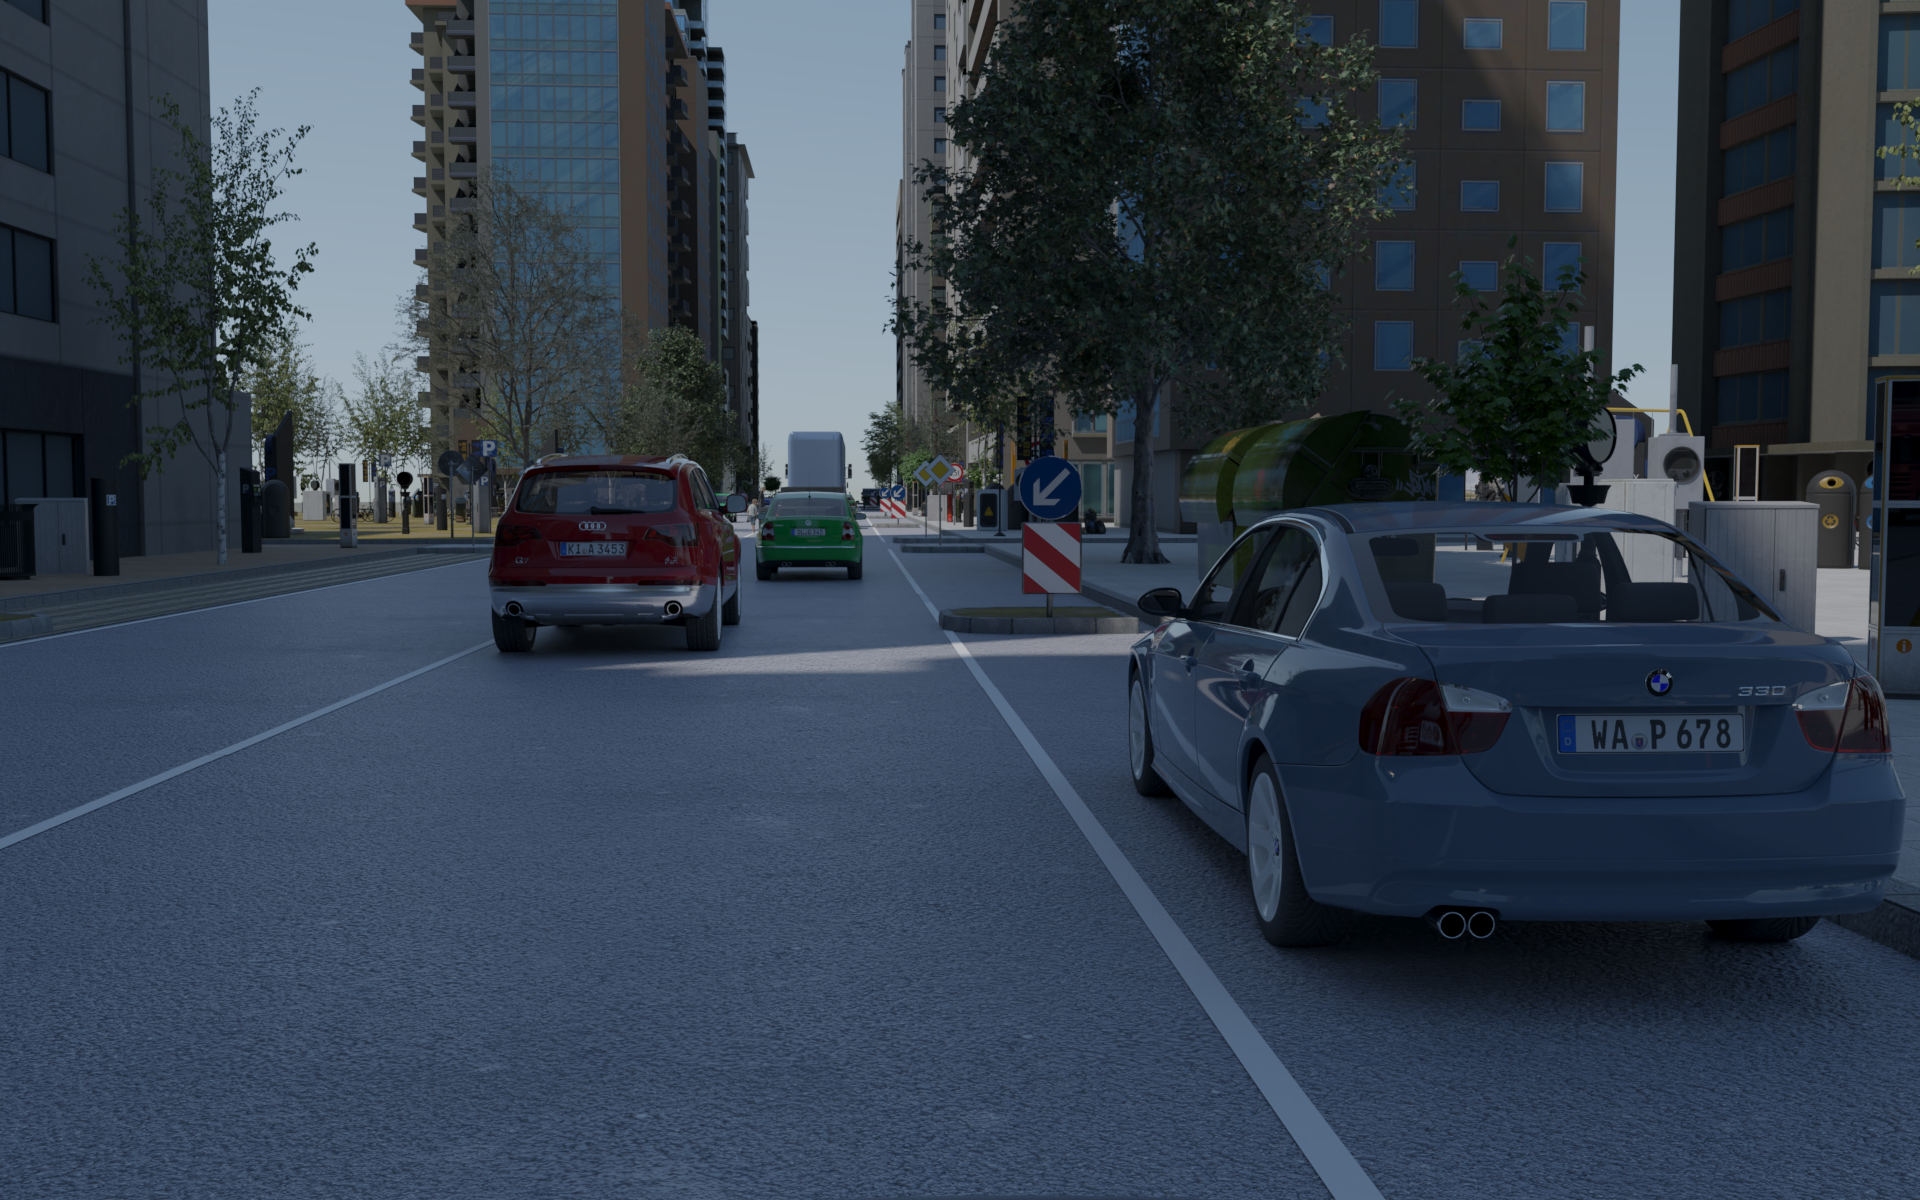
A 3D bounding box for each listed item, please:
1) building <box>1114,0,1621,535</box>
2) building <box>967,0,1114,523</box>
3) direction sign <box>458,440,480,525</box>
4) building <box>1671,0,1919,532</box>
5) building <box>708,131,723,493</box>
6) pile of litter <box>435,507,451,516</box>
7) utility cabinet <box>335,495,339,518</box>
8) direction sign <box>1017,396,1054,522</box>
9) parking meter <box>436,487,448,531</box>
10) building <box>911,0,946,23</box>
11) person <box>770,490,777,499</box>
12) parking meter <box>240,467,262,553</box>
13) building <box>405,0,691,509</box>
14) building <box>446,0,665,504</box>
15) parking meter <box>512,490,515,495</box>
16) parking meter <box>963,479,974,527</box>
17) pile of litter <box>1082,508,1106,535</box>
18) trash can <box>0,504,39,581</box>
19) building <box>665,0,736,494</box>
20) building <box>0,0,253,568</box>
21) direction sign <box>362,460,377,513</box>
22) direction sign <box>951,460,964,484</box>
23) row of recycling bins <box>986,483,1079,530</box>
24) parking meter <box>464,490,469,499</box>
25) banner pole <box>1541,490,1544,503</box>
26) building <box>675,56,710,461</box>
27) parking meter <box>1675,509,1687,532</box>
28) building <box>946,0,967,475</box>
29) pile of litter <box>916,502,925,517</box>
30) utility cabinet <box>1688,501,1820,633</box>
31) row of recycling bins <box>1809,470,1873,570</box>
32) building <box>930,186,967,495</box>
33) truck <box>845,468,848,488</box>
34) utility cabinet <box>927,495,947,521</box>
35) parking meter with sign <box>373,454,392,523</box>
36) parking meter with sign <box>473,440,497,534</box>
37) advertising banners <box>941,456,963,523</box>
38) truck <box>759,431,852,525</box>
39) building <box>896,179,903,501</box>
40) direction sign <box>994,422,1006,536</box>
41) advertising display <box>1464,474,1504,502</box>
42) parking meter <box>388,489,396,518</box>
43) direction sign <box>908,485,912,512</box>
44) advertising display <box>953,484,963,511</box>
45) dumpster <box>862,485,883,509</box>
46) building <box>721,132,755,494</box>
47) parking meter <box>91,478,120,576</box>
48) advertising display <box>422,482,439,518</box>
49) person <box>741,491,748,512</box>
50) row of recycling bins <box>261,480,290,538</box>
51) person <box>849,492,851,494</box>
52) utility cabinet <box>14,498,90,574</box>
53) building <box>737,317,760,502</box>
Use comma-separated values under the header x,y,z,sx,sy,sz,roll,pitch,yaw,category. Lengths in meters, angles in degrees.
x,y,z,sx,sy,sz,roll,pitch,yaw,category
13.236,-25.100,60.494,14.200,45.320,14.600,0,4,-4,building
11.671,-28.288,86.217,21.300,48.544,21.600,0,4,-4,building
-20.463,-4.912,72.310,0.876,3.537,0.379,-1,4,-14,direction sign
42.467,-25.172,66.192,28.867,44.769,22.147,0,4,-4,building
-33.585,-30.914,189.045,14.154,41.232,14.086,0,4,-4,building
-29.766,-5.239,99.630,1.176,0.858,1.719,-1,4,-10,pile of litter
-33.679,-5.099,94.523,0.306,1.237,1.020,1,4,20,utility cabinet
1.744,-2.939,40.056,0.876,3.537,0.379,1,4,16,direction sign
-18.266,-3.220,61.055,0.372,1.533,0.369,0,3,0,parking meter
5.296,-39.347,185.322,21.231,58.520,28.212,0,4,-4,building
-18.885,-10.357,177.801,1.348,1.831,0.705,-2,4,-26,person
-15.441,-1.958,37.727,0.399,1.863,0.255,1,4,22,parking meter
-35.534,-30.456,152.576,22.147,44.769,28.867,0,4,-4,building
-29.910,-29.435,131.380,14.600,45.320,14.200,0,4,-4,building
-24.552,-5.334,95.620,0.372,1.533,0.369,0,3,0,parking meter
0.340,-3.750,67.027,0.255,1.863,0.399,-3,5,-44,parking meter
3.960,-2.530,55.330,1.719,0.858,1.176,-2,4,-25,pile of litter
-14.163,-0.870,25.875,0.748,1.137,0.748,0,3,0,trash can
-40.302,-55.774,224.576,22.319,86.520,31.000,0,4,-4,building
-26.836,-36.147,29.248,20.611,71.187,20.563,0,4,-4,building
-38.982,-7.486,114.396,0.876,3.537,0.379,-1,4,-15,direction sign
-0.164,-7.610,116.424,0.876,3.537,0.379,1,4,20,direction sign
2.555,-3.366,62.153,3.534,1.692,1.069,1,4,18,row of recycling bins
-34.085,-6.817,119.867,0.372,1.533,0.369,0,3,0,parking meter
17.347,-3.808,52.277,0.863,3.779,0.401,0,4,7,banner pole
-32.712,-32.059,174.276,14.600,45.320,14.200,0,4,-4,building
14.404,-1.614,34.799,0.372,1.533,0.369,0,3,0,parking meter
12.937,-33.931,144.017,28.713,52.752,27.495,0,4,-4,building
-1.758,-5.150,98.163,1.176,0.858,1.719,-2,4,-28,pile of litter
6.783,-0.224,14.826,1.020,1.237,0.306,0,4,-5,utility cabinet
15.854,-1.335,28.937,1.069,1.692,3.534,-2,4,-32,row of recycling bins
4.033,-24.051,164.934,14.160,30.474,14.107,0,4,-4,building
-13.269,-11.800,181.849,2.839,4.237,11.283,0,4,-2,truck
-1.034,-4.369,82.596,1.020,1.237,0.306,1,4,13,utility cabinet
-25.532,-4.901,76.386,0.543,3.016,1.738,-2,4,-31,parking meter with sign
-15.568,-3.684,56.492,0.543,3.016,1.738,-2,4,-29,parking meter with sign
-0.443,-5.012,78.135,0.090,3.025,2.074,-2,4,-31,advertising banners
-5.989,-4.815,68.485,2.967,4.110,18.799,0,4,-2,truck
1.618,-38.497,253.132,21.300,48.544,21.600,0,4,-4,building
1.207,-3.699,52.475,0.379,3.537,0.876,1,4,14,direction sign
11.898,-2.079,39.199,0.974,1.923,0.123,2,4,29,advertising display
-30.960,-5.260,94.406,0.372,1.533,0.369,0,3,0,parking meter
-3.567,-8.066,123.882,0.379,3.537,0.876,3,5,44,direction sign
0.011,-6.681,114.447,0.974,1.923,0.123,-1,4,-13,advertising display
-8.246,-9.695,163.456,1.985,2.255,1.502,0,4,-3,dumpster
-45.059,-40.718,254.981,28.713,52.752,27.495,0,4,-4,building
-13.411,-1.148,27.175,0.372,1.533,0.369,0,3,0,parking meter
-28.188,-5.325,92.282,0.123,1.923,0.974,3,5,42,advertising display
-17.343,-7.946,139.362,0.756,1.711,0.436,2,4,25,person
-21.298,-2.670,50.767,3.534,1.692,1.069,1,4,12,row of recycling bins
-14.611,-13.421,228.658,1.217,1.735,0.721,-3,5,-42,person
-14.653,-1.027,27.961,1.020,1.237,0.306,-1,4,-17,utility cabinet
-39.543,-30.900,276.917,14.160,30.474,14.107,0,4,-4,building
